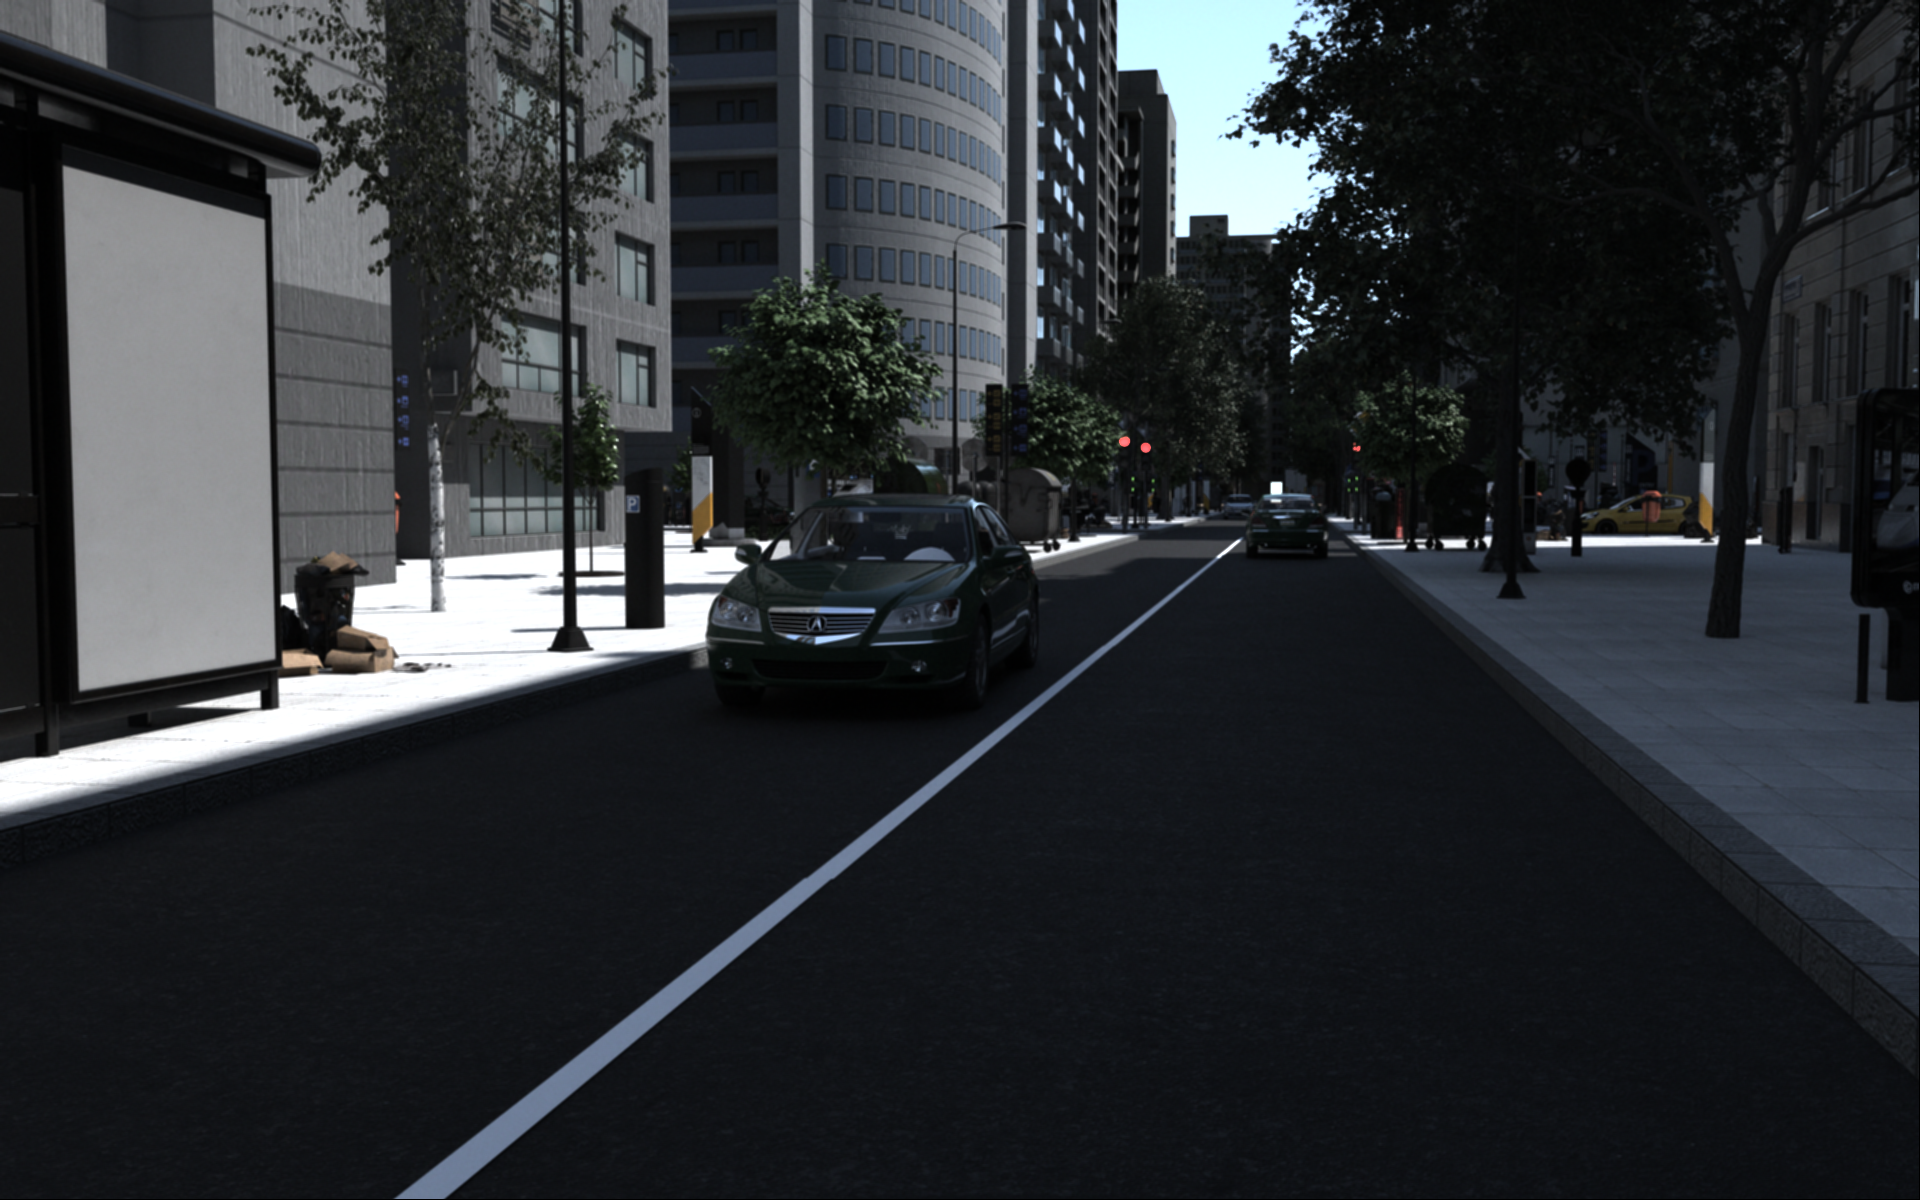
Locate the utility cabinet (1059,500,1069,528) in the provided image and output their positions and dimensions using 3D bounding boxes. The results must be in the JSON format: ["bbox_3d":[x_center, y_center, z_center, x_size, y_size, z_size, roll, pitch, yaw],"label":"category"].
[{"bbox_3d":[3.734,-3.321,65.457,1.020,1.237,0.306,1,4,13],"label":"utility cabinet"}]

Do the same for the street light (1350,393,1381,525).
[{"bbox_3d":[9.512,-4.029,38.419,1.470,5.913,1.316,1,4,11],"label":"street light"}]

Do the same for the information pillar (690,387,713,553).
[{"bbox_3d":[-5.665,-2.850,37.948,0.504,3.616,0.183,1,4,23],"label":"information pillar"}]

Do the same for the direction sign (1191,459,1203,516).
[{"bbox_3d":[14.125,-6.808,103.305,0.379,3.537,0.876,-3,4,-39],"label":"direction sign"}]

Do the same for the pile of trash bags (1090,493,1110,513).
[{"bbox_3d":[9.439,-6.764,120.341,1.912,1.369,3.447,0,4,0],"label":"pile of trash bags"}]

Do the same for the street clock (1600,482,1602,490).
[{"bbox_3d":[39.017,-6.153,105.164,0.358,2.002,0.471,0,4,6],"label":"street clock"}]

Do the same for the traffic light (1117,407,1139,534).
[{"bbox_3d":[5.349,-4.097,55.901,0.839,4.253,0.868,1,4,11],"label":"traffic light"}]

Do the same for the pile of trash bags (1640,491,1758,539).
[{"bbox_3d":[21.651,-2.512,50.830,1.912,1.369,3.447,-3,5,-44],"label":"pile of trash bags"}]

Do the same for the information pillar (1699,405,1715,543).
[{"bbox_3d":[19.694,-3.321,45.646,0.504,3.616,0.183,-2,4,-33],"label":"information pillar"}]

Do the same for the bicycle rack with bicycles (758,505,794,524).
[{"bbox_3d":[-4.866,-2.679,57.189,2.925,0.926,2.852,3,5,42],"label":"bicycle rack with bicycles"}]

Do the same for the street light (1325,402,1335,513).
[{"bbox_3d":[15.921,-6.048,71.428,1.470,5.913,1.316,1,4,11],"label":"street light"}]

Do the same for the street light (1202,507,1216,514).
[{"bbox_3d":[13.205,-7.534,95.725,1.470,5.913,1.316,1,4,11],"label":"street light"}]

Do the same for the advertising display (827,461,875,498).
[{"bbox_3d":[-1.995,-1.569,30.865,0.974,1.923,0.123,-1,4,-13],"label":"advertising display"}]

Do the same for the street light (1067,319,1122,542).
[{"bbox_3d":[3.602,-4.512,46.316,1.470,5.913,1.316,1,4,11],"label":"street light"}]

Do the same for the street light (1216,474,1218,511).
[{"bbox_3d":[16.462,-8.543,112.227,1.470,5.913,1.316,1,4,11],"label":"street light"}]

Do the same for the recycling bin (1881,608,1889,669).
[{"bbox_3d":[7.237,-0.001,12.576,0.722,1.027,0.722,-2,4,-30],"label":"recycling bin"}]

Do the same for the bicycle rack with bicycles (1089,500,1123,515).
[{"bbox_3d":[7.699,-5.556,104.217,2.852,0.926,2.925,-2,4,-24],"label":"bicycle rack with bicycles"}]

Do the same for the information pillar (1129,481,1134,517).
[{"bbox_3d":[9.585,-5.655,96.951,0.304,2.012,0.304,-1,4,-19],"label":"information pillar"}]

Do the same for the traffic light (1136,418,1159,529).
[{"bbox_3d":[6.872,-4.576,63.740,0.839,4.253,0.868,1,4,11],"label":"traffic light"}]

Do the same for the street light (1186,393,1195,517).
[{"bbox_3d":[10.156,-6.558,79.767,1.470,5.913,1.316,1,4,11],"label":"street light"}]

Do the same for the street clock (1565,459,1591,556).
[{"bbox_3d":[12.707,-1.900,35.643,0.471,2.002,0.358,2,4,28],"label":"street clock"}]

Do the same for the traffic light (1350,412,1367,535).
[{"bbox_3d":[12.726,-4.010,54.489,0.839,4.253,0.868,1,4,11],"label":"traffic light"}]

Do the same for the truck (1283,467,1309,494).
[{"bbox_3d":[35.767,-11.957,184.417,2.839,4.237,11.283,1,4,11],"label":"truck"}]

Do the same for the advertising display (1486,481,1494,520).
[{"bbox_3d":[26.636,-4.965,86.398,0.974,1.923,0.123,-1,4,-14],"label":"advertising display"}]

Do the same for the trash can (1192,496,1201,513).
[{"bbox_3d":[15.885,-6.426,116.718,0.748,1.137,0.748,0,3,0],"label":"trash can"}]

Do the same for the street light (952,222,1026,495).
[{"bbox_3d":[0.441,-3.506,29.860,1.470,5.913,1.316,1,4,11],"label":"street light"}]

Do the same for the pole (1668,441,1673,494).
[{"bbox_3d":[27.372,-4.460,66.769,0.158,3.312,0.155,0,3,0],"label":"pole"}]

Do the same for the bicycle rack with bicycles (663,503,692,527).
[{"bbox_3d":[-11.885,-3.402,69.002,2.852,0.926,2.925,0,4,1],"label":"bicycle rack with bicycles"}]

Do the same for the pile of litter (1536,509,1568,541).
[{"bbox_3d":[16.279,-2.079,47.957,1.176,0.858,1.719,2,4,31],"label":"pile of litter"}]

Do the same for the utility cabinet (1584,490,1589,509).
[{"bbox_3d":[36.674,-5.689,101.692,0.318,1.500,1.173,1,4,11],"label":"utility cabinet"}]

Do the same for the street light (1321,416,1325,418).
[{"bbox_3d":[19.083,-7.023,87.363,1.470,5.913,1.316,1,4,11],"label":"street light"}]

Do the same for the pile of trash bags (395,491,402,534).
[{"bbox_3d":[-18.058,-2.619,52.581,3.447,1.369,1.912,2,4,32],"label":"pile of trash bags"}]

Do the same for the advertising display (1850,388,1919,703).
[{"bbox_3d":[5.951,-0.338,10.733,0.974,1.923,0.123,-1,4,-19],"label":"advertising display"}]

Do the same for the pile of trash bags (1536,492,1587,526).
[{"bbox_3d":[24.036,-3.621,68.948,1.912,1.369,3.447,0,4,-2],"label":"pile of trash bags"}]

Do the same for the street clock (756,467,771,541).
[{"bbox_3d":[-5.350,-2.602,47.116,0.358,2.002,0.471,-2,4,-33],"label":"street clock"}]

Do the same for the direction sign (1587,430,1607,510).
[{"bbox_3d":[22.408,-4.220,60.997,0.876,3.537,0.379,-1,4,-23],"label":"direction sign"}]

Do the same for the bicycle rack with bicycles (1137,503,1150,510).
[{"bbox_3d":[12.556,-6.876,125.800,2.925,0.926,2.852,-2,4,-26],"label":"bicycle rack with bicycles"}]

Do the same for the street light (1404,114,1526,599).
[{"bbox_3d":[6.260,-2.980,21.268,1.470,5.913,1.316,1,4,11],"label":"street light"}]

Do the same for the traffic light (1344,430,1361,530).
[{"bbox_3d":[14.249,-4.490,62.328,0.839,4.253,0.868,1,4,11],"label":"traffic light"}]

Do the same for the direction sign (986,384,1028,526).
[{"bbox_3d":[0.964,-2.673,35.696,0.876,3.537,0.379,1,4,9],"label":"direction sign"}]

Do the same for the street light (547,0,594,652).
[{"bbox_3d":[-2.665,-2.531,13.915,1.470,5.913,1.316,1,4,11],"label":"street light"}]

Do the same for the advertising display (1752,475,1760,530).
[{"bbox_3d":[27.589,-3.353,60.038,0.123,1.923,0.974,1,4,19],"label":"advertising display"}]

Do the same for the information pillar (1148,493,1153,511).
[{"bbox_3d":[14.027,-8.353,127.931,0.504,3.616,0.183,1,4,13],"label":"information pillar"}]

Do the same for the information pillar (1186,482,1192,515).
[{"bbox_3d":[13.809,-6.120,104.555,0.304,2.012,0.304,1,4,23],"label":"information pillar"}]

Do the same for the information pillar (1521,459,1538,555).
[{"bbox_3d":[12.076,-1.975,36.781,0.304,2.012,0.304,1,4,12],"label":"information pillar"}]

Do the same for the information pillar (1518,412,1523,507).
[{"bbox_3d":[13.333,-3.083,41.765,0.504,3.616,0.183,-2,4,-27],"label":"information pillar"}]

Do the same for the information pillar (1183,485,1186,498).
[{"bbox_3d":[14.183,-7.170,108.580,0.504,3.616,0.183,3,4,37],"label":"information pillar"}]

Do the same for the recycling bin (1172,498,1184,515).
[{"bbox_3d":[13.611,-5.825,107.791,0.722,1.027,0.722,-2,4,-29],"label":"recycling bin"}]

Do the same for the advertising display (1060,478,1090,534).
[{"bbox_3d":[3.737,-3.122,56.256,0.974,1.923,0.123,0,4,-2],"label":"advertising display"}]

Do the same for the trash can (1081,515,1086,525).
[{"bbox_3d":[4.722,-3.517,69.159,0.748,1.137,0.748,0,3,0],"label":"trash can"}]

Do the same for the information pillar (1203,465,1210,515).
[{"bbox_3d":[15.082,-7.005,105.889,0.504,3.616,0.183,-3,5,-42],"label":"information pillar"}]

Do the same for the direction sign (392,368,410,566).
[{"bbox_3d":[-10.190,-2.393,31.118,0.379,3.537,0.876,2,4,24],"label":"direction sign"}]

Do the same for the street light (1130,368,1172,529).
[{"bbox_3d":[7.012,-5.582,63.808,1.470,5.913,1.316,1,4,11],"label":"street light"}]

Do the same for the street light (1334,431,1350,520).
[{"bbox_3d":[12.644,-5.012,54.493,1.470,5.913,1.316,1,4,11],"label":"street light"}]
